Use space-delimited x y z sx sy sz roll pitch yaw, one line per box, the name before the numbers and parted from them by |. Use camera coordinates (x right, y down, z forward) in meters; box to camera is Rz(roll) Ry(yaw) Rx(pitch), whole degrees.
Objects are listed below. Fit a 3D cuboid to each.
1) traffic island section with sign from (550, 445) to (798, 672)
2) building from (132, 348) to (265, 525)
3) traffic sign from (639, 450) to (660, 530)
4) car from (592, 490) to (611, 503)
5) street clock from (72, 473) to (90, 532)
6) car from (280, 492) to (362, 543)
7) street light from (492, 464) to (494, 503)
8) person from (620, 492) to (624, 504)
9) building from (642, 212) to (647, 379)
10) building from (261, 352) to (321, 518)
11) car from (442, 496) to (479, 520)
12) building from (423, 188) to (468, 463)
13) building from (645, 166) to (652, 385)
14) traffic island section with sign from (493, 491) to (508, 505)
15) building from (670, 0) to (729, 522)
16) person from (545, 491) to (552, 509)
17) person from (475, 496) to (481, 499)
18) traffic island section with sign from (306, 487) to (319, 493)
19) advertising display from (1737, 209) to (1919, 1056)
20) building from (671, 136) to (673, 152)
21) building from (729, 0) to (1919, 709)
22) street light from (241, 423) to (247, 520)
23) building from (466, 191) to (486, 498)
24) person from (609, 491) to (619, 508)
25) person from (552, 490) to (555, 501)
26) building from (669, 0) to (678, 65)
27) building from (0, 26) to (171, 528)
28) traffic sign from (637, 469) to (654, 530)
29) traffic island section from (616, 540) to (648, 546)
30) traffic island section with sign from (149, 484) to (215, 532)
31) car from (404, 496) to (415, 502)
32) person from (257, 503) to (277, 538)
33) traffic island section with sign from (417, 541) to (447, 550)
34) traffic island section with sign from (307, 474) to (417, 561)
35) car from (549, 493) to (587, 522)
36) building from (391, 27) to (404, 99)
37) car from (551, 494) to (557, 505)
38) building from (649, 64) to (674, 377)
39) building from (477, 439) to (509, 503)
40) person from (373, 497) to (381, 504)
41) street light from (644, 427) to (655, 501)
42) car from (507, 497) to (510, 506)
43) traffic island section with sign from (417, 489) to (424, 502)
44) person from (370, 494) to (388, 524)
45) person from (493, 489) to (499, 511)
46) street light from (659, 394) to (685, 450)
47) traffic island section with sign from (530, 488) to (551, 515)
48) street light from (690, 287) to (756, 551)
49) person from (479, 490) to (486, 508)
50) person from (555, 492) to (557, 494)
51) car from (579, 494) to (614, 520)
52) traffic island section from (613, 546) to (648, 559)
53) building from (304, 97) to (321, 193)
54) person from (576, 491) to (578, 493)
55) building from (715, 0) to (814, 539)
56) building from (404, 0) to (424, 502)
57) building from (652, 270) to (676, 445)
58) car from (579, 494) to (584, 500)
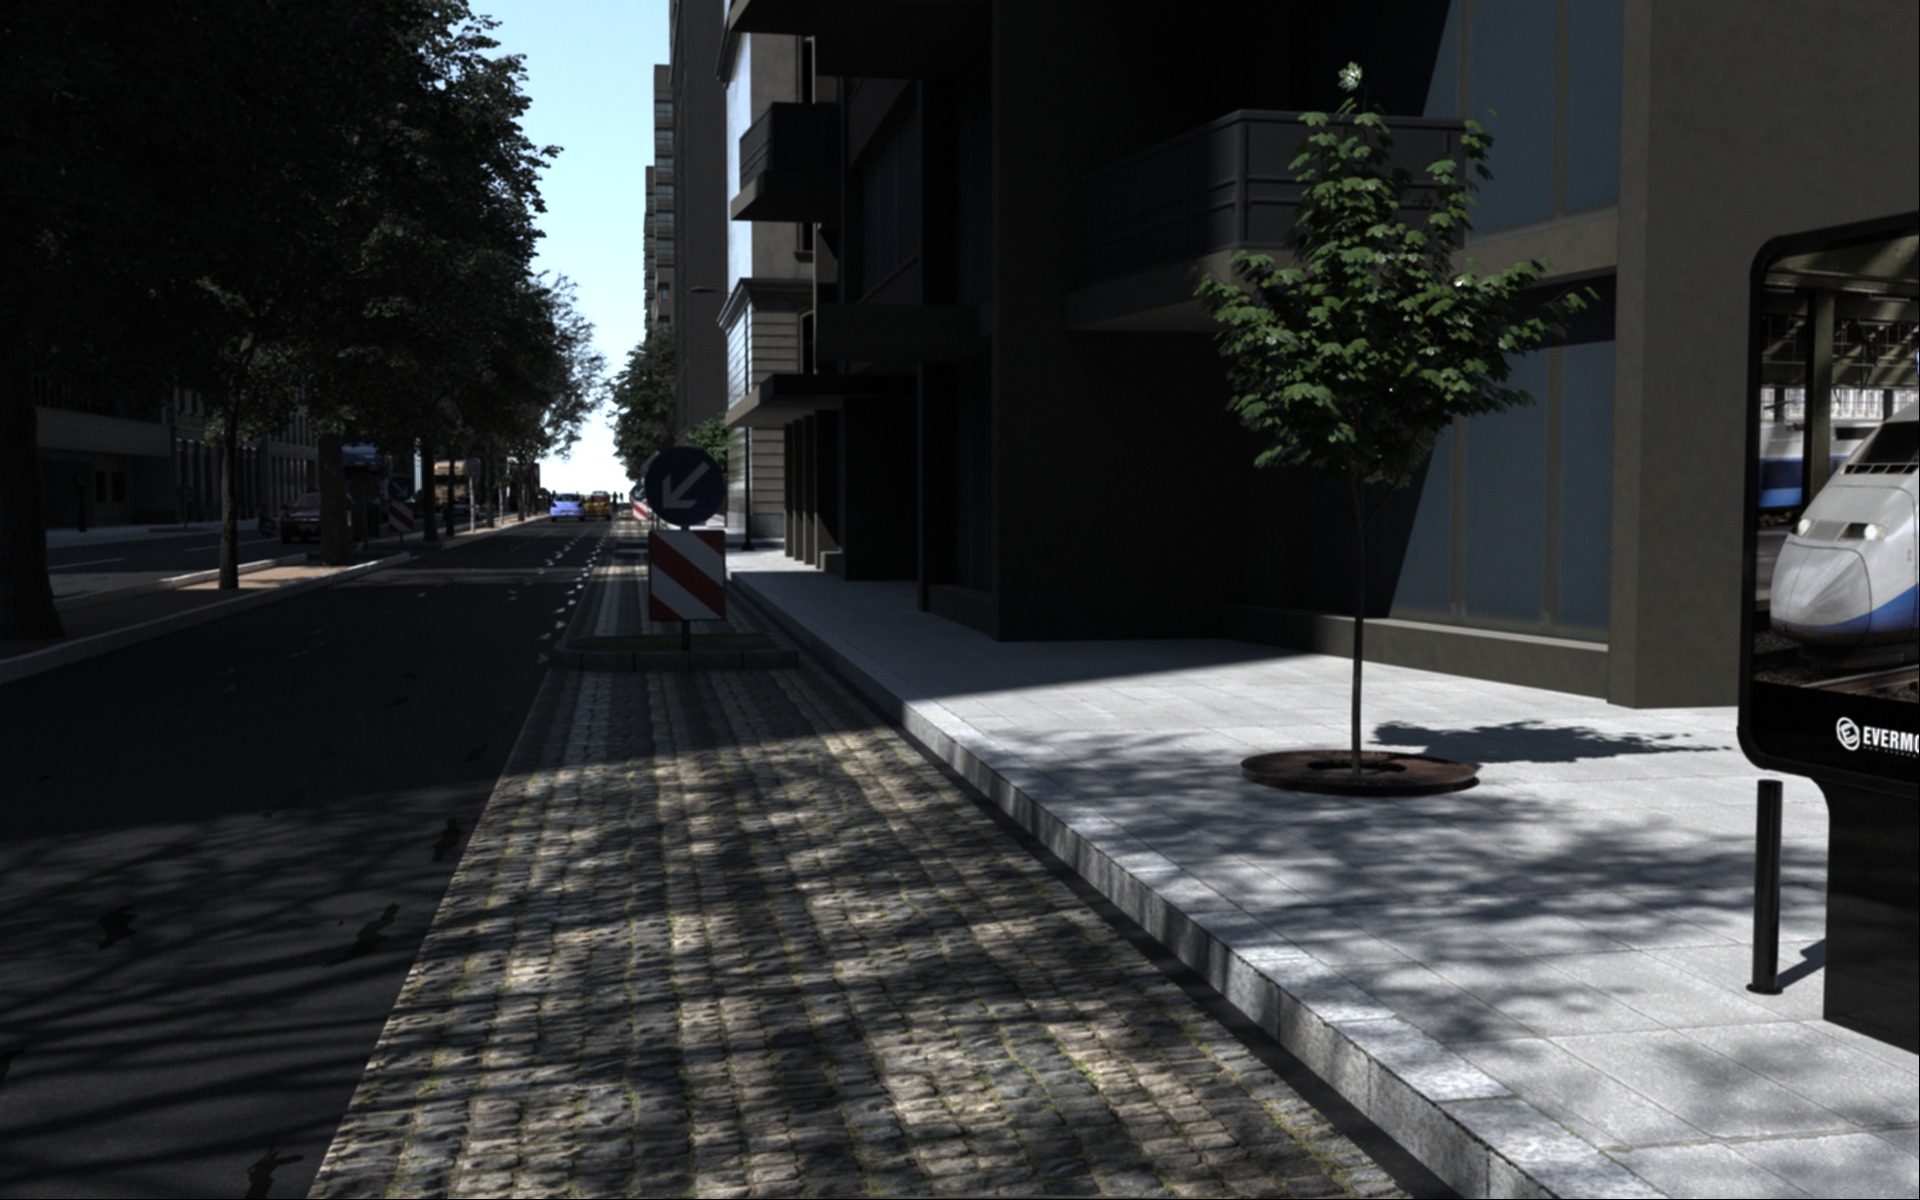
traffic island section with sign | -2.476 -0.378 14.814 1.989 1.847 2.006 -1 4 -11
building | -39.314 -14.150 80.505 9.793 20.994 18.267 -1 4 -11
traffic sign | -6.821 -2.166 39.059 0.795 2.450 0.064 -1 4 -11
car | -37.270 -10.439 179.343 2.281 1.827 5.304 -1 4 -12
street clock | -29.592 -3.289 58.350 0.358 2.002 0.471 3 4 37
car | -19.227 -2.639 52.184 2.155 1.783 4.494 -1 4 -10
street light | -64.388 -16.410 240.845 1.470 5.913 1.316 -1 4 -11
person | -47.881 -14.436 244.979 0.683 1.767 0.568 1 4 12
building | -36.997 -37.300 264.472 22.147 44.769 28.867 -1 4 -11
building | -42.946 -14.858 97.681 10.420 20.320 16.860 -1 4 -11
car | -27.530 -5.077 95.584 1.945 1.354 3.894 -1 4 -12
building | -66.156 -33.915 204.614 14.600 45.320 14.200 -1 4 -11
building | -32.511 -32.761 219.229 14.154 41.232 14.086 -1 4 -11
traffic island section with sign | -59.452 -13.095 222.731 1.989 1.847 2.006 -1 4 -11
building | -7.000 -17.959 87.143 14.314 27.812 24.014 -1 4 -11
person | -39.224 -9.548 165.343 1.217 1.736 0.721 -1 4 -12
person | -46.570 -9.665 166.604 1.350 1.814 0.705 3 5 39
traffic island section with sign | -34.386 -5.094 91.909 1.989 1.847 2.006 -1 4 -11
advertising display | 2.207 0.074 4.010 0.123 1.923 0.974 -1 4 -17
building | -10.985 -19.764 110.529 14.401 28.519 23.554 -1 4 -11
building | 8.216 -22.567 23.593 22.147 44.769 28.867 -1 4 -11
street light | -34.338 -6.833 84.266 1.470 5.913 1.316 -1 4 -11
building | -73.724 -34.899 225.218 22.147 44.769 28.867 -1 4 -11
person | -34.713 -10.072 173.909 0.721 1.736 1.217 3 4 39
person | -37.050 -9.150 158.126 0.705 1.821 1.348 0 3 0
building | -22.770 -45.755 186.347 20.563 71.187 20.611 -1 4 -11
building | -37.160 -14.507 56.250 14.314 24.678 30.058 -1 4 -11
traffic sign | -8.324 -2.646 46.902 0.795 2.450 0.064 -1 4 -11
traffic island section | -8.303 -1.511 46.984 2.009 0.180 2.903 -1 4 -11
traffic island section with sign | -29.284 -3.465 65.286 1.989 1.847 2.006 -1 4 -11
car | -40.867 -7.212 126.704 1.959 1.807 4.718 -1 4 -13
person | -22.591 -2.611 56.688 0.738 1.151 1.012 0 4 -7
traffic island section with sign | -14.583 -2.282 45.440 2.006 1.907 1.989 -1 4 -11
traffic island section with sign | -13.198 -1.836 38.163 2.006 1.907 1.989 -1 4 -11
car | -20.349 -4.912 89.900 1.945 1.707 3.694 -1 4 -12
building | -54.747 -30.357 146.451 14.600 45.320 14.200 -1 4 -11
car | -51.933 -13.099 223.754 1.945 1.707 3.694 -1 4 -11
building | -22.722 -29.728 169.641 14.154 41.232 14.086 -1 4 -11
building | -81.511 -25.010 253.945 27.650 21.520 28.899 -1 4 -11
person | -27.210 -4.302 80.651 0.330 1.601 0.589 1 4 16
street light | -21.171 -9.075 120.923 1.470 5.913 1.316 -1 4 -11
car | -53.397 -12.209 208.653 2.155 1.783 4.494 -1 4 -11
traffic island section with sign | -43.756 -8.085 140.815 1.989 1.847 2.006 -1 4 -11
person | -27.250 -4.476 81.907 1.509 1.804 0.699 -2 4 -24
person | -39.536 -8.531 147.620 0.705 1.869 1.348 -2 4 -28
street light | -13.198 -6.588 80.263 1.470 5.913 1.316 -1 4 -11
traffic island section with sign | -28.737 -6.795 119.238 2.006 1.907 1.989 -1 4 -11
street light | -5.353 -4.072 39.122 1.470 5.913 1.316 -1 4 -11
person | -49.532 -10.436 179.227 1.348 1.812 0.705 1 4 9
person | -57.651 -14.526 246.514 0.721 1.766 1.217 -1 4 -8
car | -20.261 -5.257 96.179 2.015 1.641 3.980 -1 4 -10
traffic island section | -6.799 -1.031 39.141 2.009 0.180 2.903 -1 4 -11
building | -59.916 -26.537 125.759 32.217 40.220 23.993 -1 4 -11
person | -35.600 -9.281 160.958 1.217 1.735 0.721 0 4 8
building | 9.625 -14.574 57.362 34.723 24.649 14.460 -1 4 -11
building | -63.100 -52.240 166.799 22.319 86.520 31.000 -1 4 -11
building | -12.424 -18.675 150.368 27.650 21.520 28.899 -1 4 -11
car | -25.227 -6.390 113.271 1.959 1.807 4.718 -1 4 -10
